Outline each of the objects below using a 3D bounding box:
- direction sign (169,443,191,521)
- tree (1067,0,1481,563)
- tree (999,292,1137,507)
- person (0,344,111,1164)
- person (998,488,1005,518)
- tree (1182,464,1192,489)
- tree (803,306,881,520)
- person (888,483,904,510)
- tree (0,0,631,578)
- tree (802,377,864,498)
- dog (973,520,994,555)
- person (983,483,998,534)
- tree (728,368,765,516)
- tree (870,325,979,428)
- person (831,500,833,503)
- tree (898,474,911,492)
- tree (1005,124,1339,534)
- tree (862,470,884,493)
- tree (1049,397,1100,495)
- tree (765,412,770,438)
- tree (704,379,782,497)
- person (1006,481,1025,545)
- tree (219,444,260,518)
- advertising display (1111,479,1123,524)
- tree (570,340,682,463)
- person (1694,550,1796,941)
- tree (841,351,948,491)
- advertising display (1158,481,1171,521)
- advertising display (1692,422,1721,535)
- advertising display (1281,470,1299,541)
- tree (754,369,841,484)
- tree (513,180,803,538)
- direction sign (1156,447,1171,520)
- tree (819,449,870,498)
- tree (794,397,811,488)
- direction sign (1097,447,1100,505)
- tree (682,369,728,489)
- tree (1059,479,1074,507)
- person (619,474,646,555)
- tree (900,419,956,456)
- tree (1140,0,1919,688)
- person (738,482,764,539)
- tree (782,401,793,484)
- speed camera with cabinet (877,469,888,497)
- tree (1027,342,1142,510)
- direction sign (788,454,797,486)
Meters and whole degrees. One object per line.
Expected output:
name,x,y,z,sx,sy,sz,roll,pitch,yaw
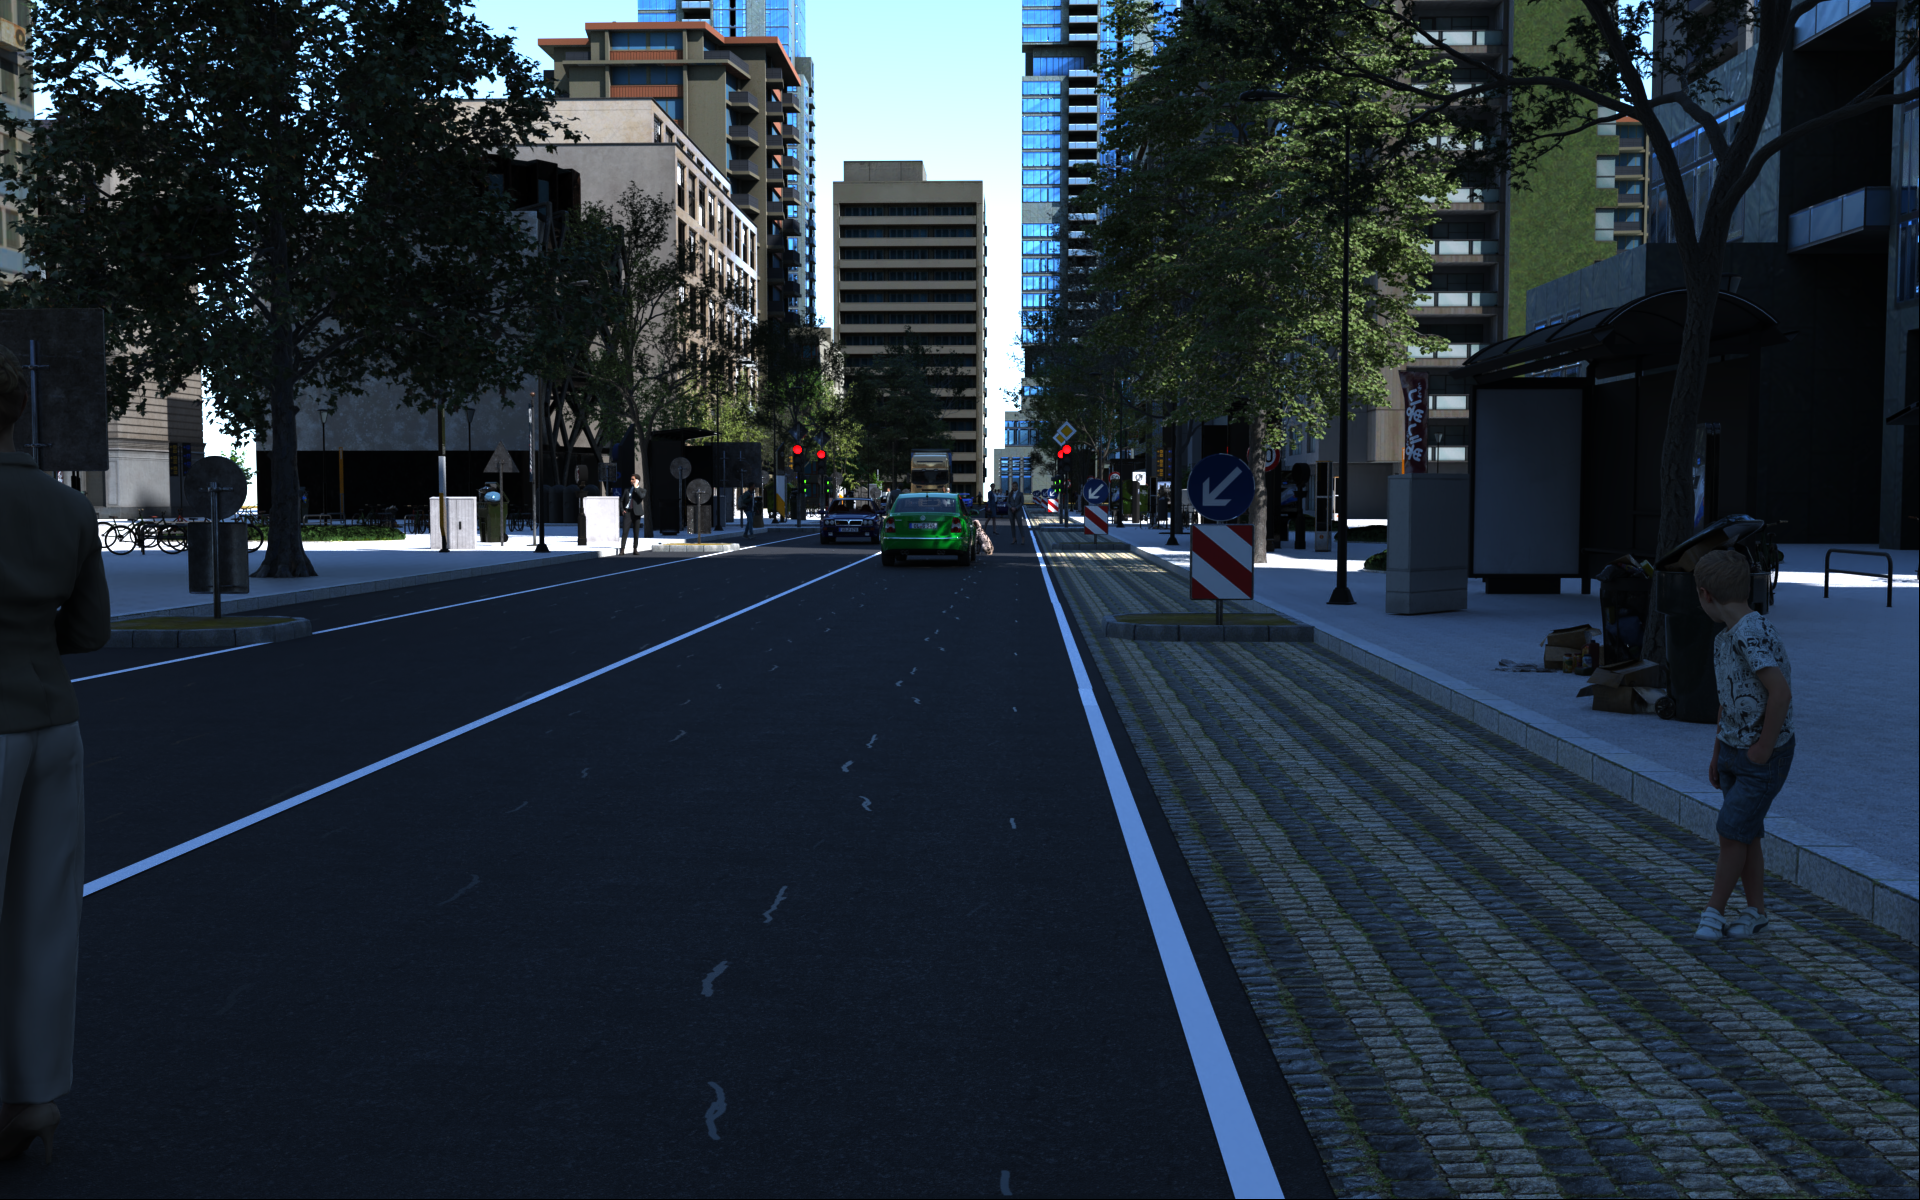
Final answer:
direction sign,-34.342,-5.159,76.348,0.876,3.537,0.379,-2,4,-26
tree,5.671,-6.980,32.255,7.486,12.596,7.792,0,3,0
tree,9.988,-18.617,160.283,12.611,20.169,13.585,0,3,0
person,-2.075,0.329,3.663,0.362,1.759,0.519,1,4,19
person,2.564,-5.940,105.966,0.694,1.780,0.624,3,5,40
tree,14.516,-6.989,108.863,1.663,3.219,1.824,0,3,0
tree,-7.503,-9.203,84.882,8.767,10.594,7.601,2,4,24
person,-2.121,-2.984,57.463,0.592,1.802,0.473,0,4,-1
tree,-10.466,-6.710,26.713,9.611,12.733,9.660,0,3,0
tree,-7.611,-9.577,106.945,4.737,8.622,4.395,0,3,0
dog,0.562,-1.486,41.130,0.513,0.831,0.800,-1,4,-17
person,1.115,-3.252,61.687,0.581,1.822,0.654,-3,5,-42
tree,-14.030,-8.895,95.791,4.737,8.622,4.395,0,3,0
tree,-4.176,-20.596,192.628,12.611,20.169,13.585,0,3,0
person,-4.847,-3.175,65.433,0.382,1.210,0.505,0,4,-7
tree,-5.252,-10.482,165.973,1.663,3.219,1.824,0,3,0
tree,7.067,-8.866,55.331,12.009,13.543,11.850,0,3,0
tree,-6.690,-8.641,135.874,1.663,3.219,1.824,0,3,0
tree,8.993,-11.019,130.518,4.360,8.622,3.978,0,3,0
tree,-13.063,-9.197,100.741,4.737,8.622,4.395,0,3,0
tree,-13.749,-9.535,106.267,4.360,8.622,3.978,0,3,0
person,1.584,-2.480,49.319,0.520,1.790,0.573,0,4,0
tree,-27.474,-4.335,65.485,1.663,3.219,1.824,0,3,0
advertising display,6.665,-4.190,73.725,0.123,1.923,0.974,-1,4,-19
tree,-16.264,-8.068,82.267,4.737,8.622,4.395,0,3,0
person,2.511,0.466,5.571,0.352,1.250,0.332,3,5,43
tree,-5.827,-14.993,151.783,9.857,13.997,8.962,0,3,0
advertising display,9.709,-4.747,82.822,0.974,1.923,0.123,2,4,26
advertising display,6.812,-0.656,15.937,0.123,1.923,0.974,1,4,13
advertising display,8.774,-2.567,47.186,0.974,1.923,0.123,2,4,28
tree,-12.917,-13.007,138.426,9.928,11.665,9.643,0,3,0
tree,-9.149,-7.126,50.920,8.767,10.594,7.601,0,4,-5
direction sign,9.992,-5.641,84.223,0.876,3.537,0.379,1,4,14
tree,-7.523,-7.876,112.493,4.285,4.588,4.351,0,3,0
tree,-12.634,-10.518,122.338,4.360,8.622,3.978,0,3,0
direction sign,6.715,-5.596,83.499,0.379,3.537,0.876,0,4,-7
tree,-15.159,-8.594,90.879,4.737,8.622,4.395,0,3,0
tree,10.926,-11.509,182.771,1.663,3.219,1.824,0,3,0
person,-7.684,-2.005,40.636,0.648,1.900,0.474,0,4,-7
tree,-4.064,-18.063,221.083,9.928,11.665,9.643,0,3,0
tree,4.666,-4.677,10.882,8.767,10.594,7.601,0,4,-4
person,-6.604,-2.832,54.791,0.713,1.824,0.794,2,4,33
tree,-13.610,-10.010,114.032,4.360,8.622,3.978,0,3,0
speed camera with cabinet,-6.157,-8.884,139.583,2.038,3.252,0.660,-3,4,-37
tree,8.207,-11.536,114.368,9.928,11.665,9.643,0,3,0
direction sign,-9.436,-6.514,98.509,0.379,3.537,0.876,3,5,40
